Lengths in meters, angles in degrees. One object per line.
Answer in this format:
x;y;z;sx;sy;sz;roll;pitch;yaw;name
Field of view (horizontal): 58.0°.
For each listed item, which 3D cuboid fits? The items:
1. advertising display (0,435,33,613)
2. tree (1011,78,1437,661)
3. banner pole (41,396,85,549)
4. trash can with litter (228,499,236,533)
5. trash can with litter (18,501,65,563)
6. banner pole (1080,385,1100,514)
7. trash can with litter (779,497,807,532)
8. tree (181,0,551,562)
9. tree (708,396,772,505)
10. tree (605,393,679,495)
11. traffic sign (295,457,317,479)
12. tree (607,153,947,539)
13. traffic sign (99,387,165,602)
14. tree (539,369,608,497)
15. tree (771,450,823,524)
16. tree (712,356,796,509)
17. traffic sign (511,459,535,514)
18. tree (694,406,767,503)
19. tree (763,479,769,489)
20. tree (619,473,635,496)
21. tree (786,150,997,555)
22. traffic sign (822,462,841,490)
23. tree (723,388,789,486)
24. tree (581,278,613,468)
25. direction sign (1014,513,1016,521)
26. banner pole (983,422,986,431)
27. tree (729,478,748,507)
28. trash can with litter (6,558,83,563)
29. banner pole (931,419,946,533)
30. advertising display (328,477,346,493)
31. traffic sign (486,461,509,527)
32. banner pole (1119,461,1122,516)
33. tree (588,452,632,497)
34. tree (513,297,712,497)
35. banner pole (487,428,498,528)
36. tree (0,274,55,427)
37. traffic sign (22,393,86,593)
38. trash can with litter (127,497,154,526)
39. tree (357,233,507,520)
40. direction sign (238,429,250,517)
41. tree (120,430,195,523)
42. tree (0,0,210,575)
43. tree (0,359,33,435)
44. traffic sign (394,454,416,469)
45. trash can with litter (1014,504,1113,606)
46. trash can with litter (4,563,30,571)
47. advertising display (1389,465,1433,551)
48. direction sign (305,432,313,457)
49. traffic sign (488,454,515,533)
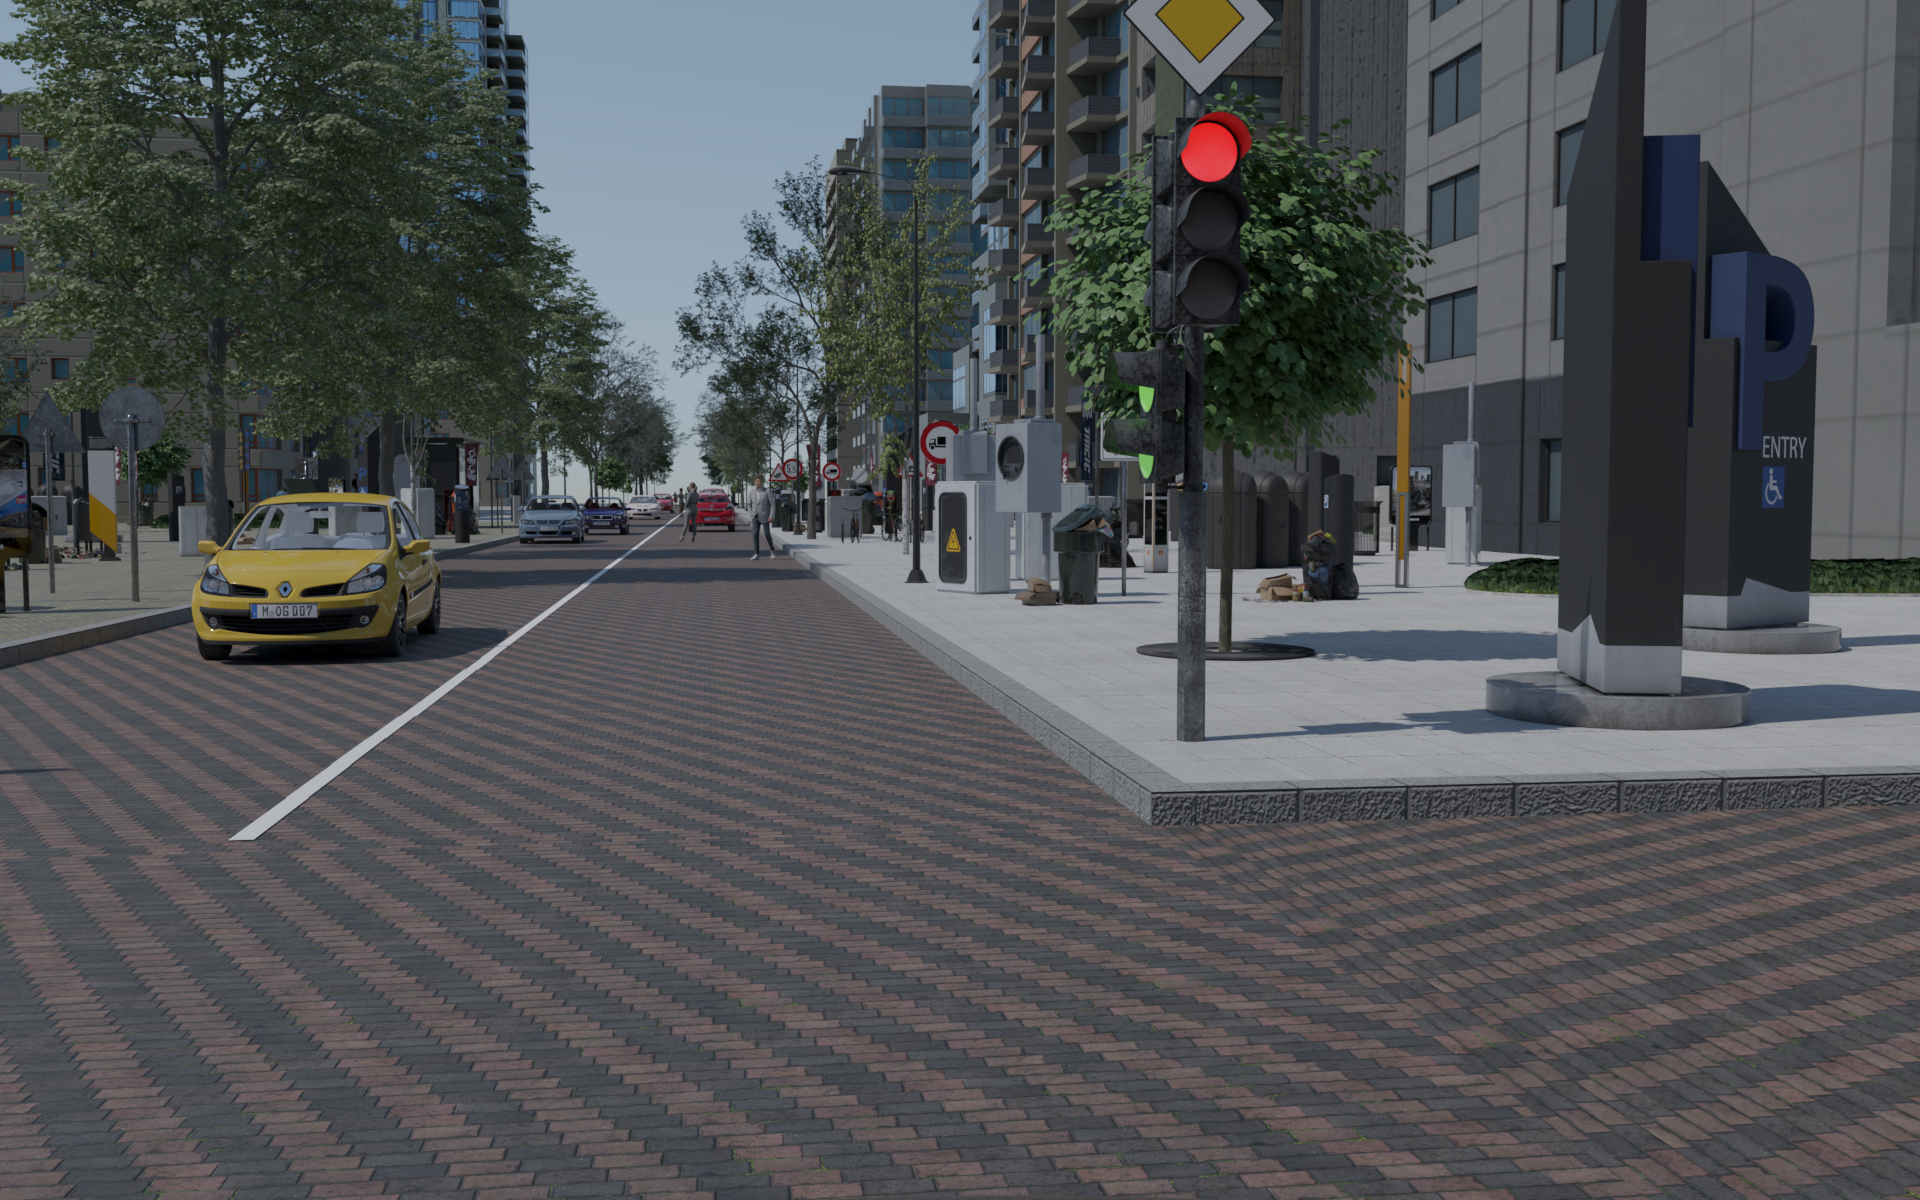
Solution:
-10.497;-0.819;18.612;0.123;1.923;0.974;3;4;37;advertising display
2.058;-1.844;13.868;4.285;4.588;4.351;0;3;0;tree
-20.957;-3.082;40.411;0.863;3.779;0.401;-3;5;-39;banner pole
-20.768;-2.290;48.830;0.624;1.170;1.055;-1;4;-19;trash can with litter
-17.121;-1.267;32.095;0.624;1.170;1.055;0;4;2;trash can with litter
2.985;-3.022;39.434;0.401;3.779;0.863;3;5;39;banner pole
-5.600;-2.887;58.584;1.055;1.170;0.624;2;4;35;trash can with litter
-12.542;-7.390;38.958;7.486;12.596;7.792;0;3;0;tree
-25.564;-17.203;199.398;7.486;12.596;7.792;0;3;0;tree
-39.413;-18.755;213.298;9.857;13.997;8.962;0;3;0;tree
-18.137;-2.810;48.070;0.606;2.300;0.079;0;4;-3;traffic sign
-4.289;-6.978;48.496;8.767;10.594;7.601;1;4;8;tree
-9.828;-1.252;20.575;0.768;2.556;0.104;0;4;-2;traffic sign
-25.464;-11.364;120.214;8.767;10.594;7.601;0;4;8;tree
-7.024;-4.928;75.178;1.663;3.219;1.824;0;3;0;tree
-18.946;-14.635;149.644;12.009;13.543;11.850;0;3;0;tree
-16.192;-3.924;64.153;0.884;2.594;0.081;0;4;-7;traffic sign
-30.493;-19.898;231.993;9.857;13.997;8.962;0;3;0;tree
-10.249;-6.261;96.973;1.663;3.219;1.824;0;3;0;tree
-29.720;-9.831;155.334;1.663;3.219;1.824;0;3;0;tree
-1.388;-5.268;36.492;4.737;8.622;4.395;0;3;0;tree
-5.098;-4.208;68.911;0.768;2.556;0.104;0;4;-4;traffic sign
-12.442;-9.564;106.730;4.360;8.622;3.978;0;3;0;tree
-18.662;-9.664;76.136;7.486;12.596;7.792;0;3;0;tree
2.657;-5.629;84.032;0.379;3.537;0.876;1;4;13;direction sign
0.834;-4.311;60.507;0.401;3.779;0.863;0;4;-4;banner pole
-22.604;-11.212;177.919;1.663;3.219;1.824;0;3;0;tree
-17.834;-1.442;34.639;1.678;1.210;2.233;0;4;1;trash can with litter
-0.650;-4.155;57.952;0.401;3.779;0.863;3;4;38;banner pole
-23.994;-3.764;66.747;0.974;1.923;0.123;3;4;37;advertising display
-18.075;-4.140;67.685;0.884;2.594;0.081;0;4;-4;traffic sign
4.915;-3.805;52.227;0.401;3.779;0.863;1;4;23;banner pole
-27.430;-9.305;135.857;4.285;4.588;4.351;0;3;0;tree
-22.647;-12.048;107.347;12.009;13.543;11.850;0;3;0;tree
-17.746;-4.629;65.702;0.401;3.779;0.863;0;4;-8;banner pole
-32.295;-6.534;57.198;4.360;8.622;3.978;0;3;0;tree
-11.719;-1.363;22.293;0.884;2.594;0.081;0;4;-8;traffic sign
-32.492;-3.500;68.618;1.055;1.170;0.624;0;4;6;trash can with litter
-14.307;-5.844;45.908;4.360;8.622;3.978;0;3;0;tree
-24.890;-4.176;60.271;0.876;3.537;0.379;3;5;44;direction sign
-33.786;-5.421;72.347;4.285;4.588;4.351;0;3;0;tree
-11.728;-6.708;27.798;7.486;12.596;7.792;0;3;0;tree
-42.813;-7.620;74.957;4.737;8.622;4.395;0;3;0;tree
-17.696;-3.364;55.102;0.768;2.556;0.104;0;4;-2;traffic sign
1.199;-0.530;20.053;1.055;1.170;0.624;-2;4;-29;trash can with litter
-16.350;-1.082;28.747;1.678;1.210;2.233;1;4;9;trash can with litter
10.120;-2.061;38.918;0.974;1.923;0.123;-1;4;-9;advertising display
-21.518;-3.997;57.344;0.379;3.537;0.876;0;4;-8;direction sign
-14.921;-3.448;56.372;0.884;2.594;0.081;0;4;-2;traffic sign
